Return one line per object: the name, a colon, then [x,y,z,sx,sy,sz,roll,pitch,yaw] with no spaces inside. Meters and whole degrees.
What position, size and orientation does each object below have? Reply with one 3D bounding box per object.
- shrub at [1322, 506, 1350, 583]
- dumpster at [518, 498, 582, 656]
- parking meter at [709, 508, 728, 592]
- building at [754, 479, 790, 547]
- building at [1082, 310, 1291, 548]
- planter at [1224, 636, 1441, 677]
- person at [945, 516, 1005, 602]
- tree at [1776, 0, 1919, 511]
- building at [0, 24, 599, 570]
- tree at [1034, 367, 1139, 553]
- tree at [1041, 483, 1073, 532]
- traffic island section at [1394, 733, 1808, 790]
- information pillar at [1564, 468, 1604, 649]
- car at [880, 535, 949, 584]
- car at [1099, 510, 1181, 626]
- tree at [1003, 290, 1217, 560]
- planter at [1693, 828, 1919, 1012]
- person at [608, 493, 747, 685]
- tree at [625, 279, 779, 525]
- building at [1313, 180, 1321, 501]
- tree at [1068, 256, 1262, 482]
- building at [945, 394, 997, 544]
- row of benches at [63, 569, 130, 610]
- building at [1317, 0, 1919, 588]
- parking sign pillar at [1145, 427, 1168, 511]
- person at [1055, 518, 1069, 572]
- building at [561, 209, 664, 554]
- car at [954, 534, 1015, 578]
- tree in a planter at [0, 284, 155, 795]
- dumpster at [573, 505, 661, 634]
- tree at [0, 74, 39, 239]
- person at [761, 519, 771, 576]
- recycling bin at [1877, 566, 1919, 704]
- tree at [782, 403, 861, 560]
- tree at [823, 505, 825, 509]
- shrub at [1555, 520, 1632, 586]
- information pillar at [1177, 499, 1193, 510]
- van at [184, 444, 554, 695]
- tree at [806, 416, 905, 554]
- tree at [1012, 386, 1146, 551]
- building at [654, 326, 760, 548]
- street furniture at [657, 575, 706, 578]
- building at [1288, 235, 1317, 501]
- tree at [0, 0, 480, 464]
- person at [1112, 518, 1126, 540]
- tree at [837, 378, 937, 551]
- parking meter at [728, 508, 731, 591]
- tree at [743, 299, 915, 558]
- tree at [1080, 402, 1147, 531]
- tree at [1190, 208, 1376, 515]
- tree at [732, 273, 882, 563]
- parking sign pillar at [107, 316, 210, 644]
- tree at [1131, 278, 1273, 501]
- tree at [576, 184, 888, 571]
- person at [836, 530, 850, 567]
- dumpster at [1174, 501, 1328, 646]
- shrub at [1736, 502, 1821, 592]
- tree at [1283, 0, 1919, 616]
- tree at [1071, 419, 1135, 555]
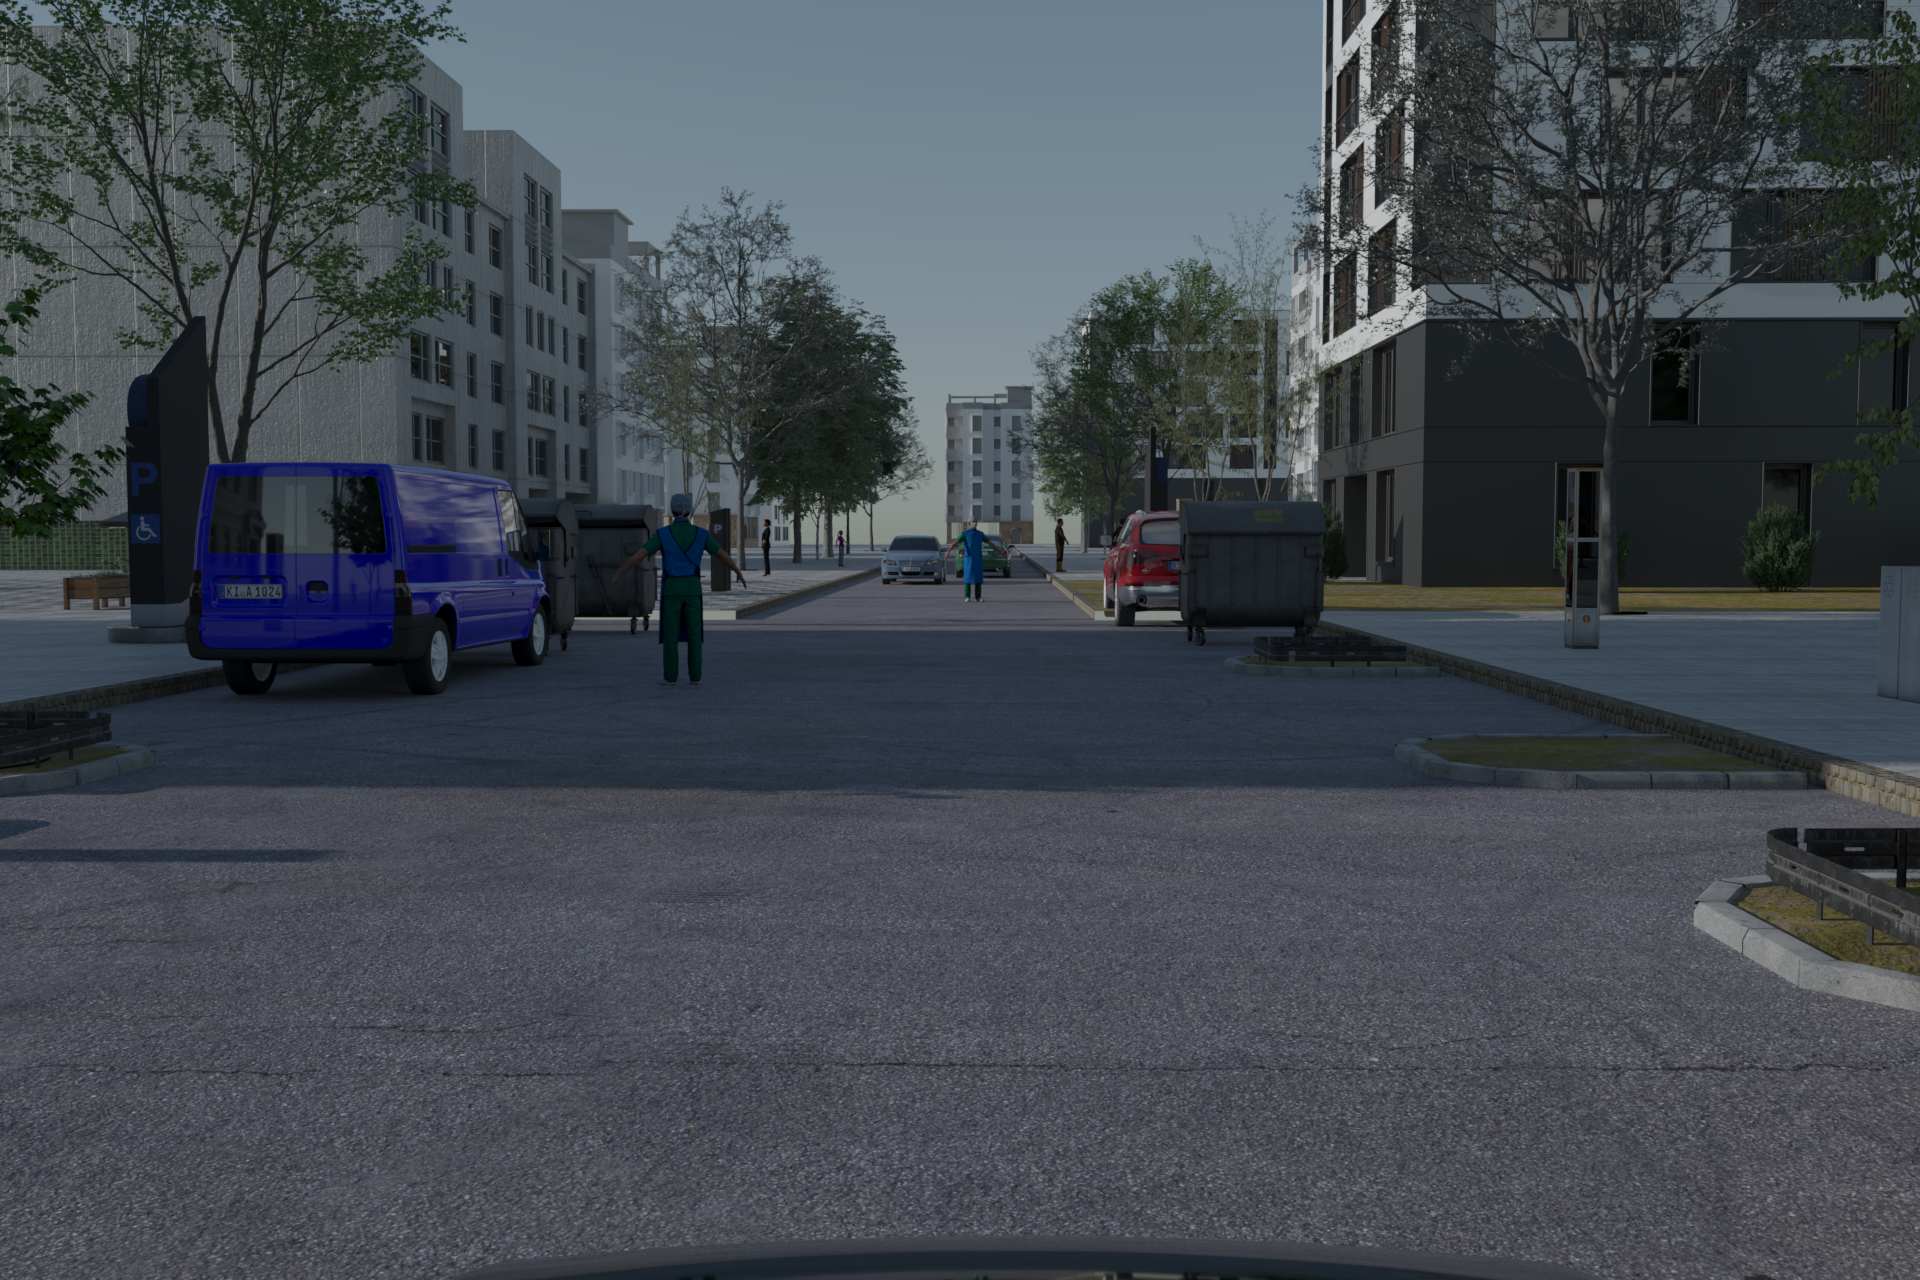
shrub: [9.495,-2.541,45.589,1.661,2.075,1.752,0,3,0]
dumpster: [-5.573,-0.766,20.746,1.865,1.857,1.264,0,4,1]
parking meter: [-5.390,-2.014,38.633,0.399,1.863,0.255,0,4,3]
building: [-23.244,-15.280,191.979,9.099,9.664,28.070,0,4,2]
building: [26.074,-20.206,174.334,27.936,21.610,32.646,0,4,1]
planter: [3.850,0.168,18.388,1.991,0.319,1.994,0,4,1]
person: [0.293,-1.718,36.672,1.347,1.817,0.704,-1,4,-19]
tree: [9.441,-4.002,15.798,4.737,8.622,4.395,0,3,0]
building: [-27.875,-12.835,76.317,16.747,18.905,31.486,0,4,1]
tree: [8.664,-12.217,117.870,7.486,12.596,7.792,0,3,0]
tree: [12.668,-16.765,224.470,4.737,8.622,4.395,0,3,0]
traffic island section: [3.771,0.743,10.710,1.991,0.108,1.994,0,4,1]
information pillar: [6.989,-0.913,19.418,0.304,2.012,0.304,0,4,1]
car: [-1.314,-2.370,50.755,2.014,1.417,4.499,0,4,2]
car: [3.461,-1.205,28.382,2.281,1.827,5.304,0,4,2]
tree: [7.668,-10.785,86.697,12.009,13.543,11.850,0,3,0]
planter: [3.662,0.932,5.909,1.991,0.319,1.994,0,4,2]
person: [-2.660,-0.483,16.480,1.347,1.817,0.704,-2,4,-24]
tree: [-8.146,-6.140,50.755,4.360,8.622,3.978,0,3,0]
building: [23.592,-14.232,89.120,16.016,20.090,11.380,0,4,1]
tree: [7.574,-8.490,64.561,9.928,11.665,9.643,0,3,0]
building: [-1.667,-22.444,225.843,11.380,20.090,16.016,0,4,5]
row of benches: [-14.520,-0.967,31.279,1.422,0.672,4.104,1,4,10]
building: [25.417,-13.022,56.890,27.936,21.610,32.646,0,4,1]
parking sign pillar: [4.987,-3.410,44.227,1.447,3.967,1.447,0,3,0]
person: [3.416,-3.211,58.631,0.704,1.812,1.346,-1,4,-12]
building: [-24.997,-15.038,102.287,16.016,20.090,11.380,0,4,2]
car: [0.790,-2.829,58.057,2.131,1.459,4.920,0,4,1]
tree in a planter: [-6.005,-0.794,10.209,1.991,3.239,1.994,0,4,1]
dumpster: [-5.363,-1.036,25.149,1.865,1.857,1.264,0,4,1]
tree: [-11.302,-4.056,16.684,4.360,8.622,3.978,0,3,0]
person: [-5.959,-2.809,52.653,0.721,1.740,1.216,0,4,-7]
recycling bin: [7.620,-0.050,13.371,0.722,1.027,0.722,0,4,2]
tree: [-6.879,-8.188,84.239,4.737,8.622,4.395,0,3,0]
tree: [-16.047,-22.338,221.107,12.611,20.169,13.585,0,3,0]
shrub: [13.928,-2.062,38.130,1.690,2.028,1.600,0,3,0]
information pillar: [4.705,-1.948,36.348,0.304,2.012,0.304,0,4,1]
van: [-5.538,-0.780,17.130,2.240,2.365,5.245,0,4,1]
tree: [-6.983,-10.817,111.276,8.767,10.594,7.601,2,4,35]
tree: [9.532,-13.699,134.342,12.009,13.543,11.850,0,3,0]
building: [-25.175,-18.489,158.723,16.016,20.090,11.380,0,4,2]
street furniture: [-13.015,-2.299,44.449,11.010,1.723,9.812,-2,4,-27]
building: [26.277,-15.535,110.421,16.016,20.090,11.380,0,4,1]
tree: [-11.486,-6.196,27.057,9.928,11.665,9.643,0,3,0]
person: [5.474,-3.171,58.031,0.705,1.806,1.347,-3,5,-42]
tree: [-6.718,-13.359,128.788,12.009,13.543,11.850,0,3,0]
parking meter: [-5.389,-2.044,39.124,0.399,1.863,0.255,0,4,3]
tree: [-7.337,-11.504,94.741,9.857,13.997,8.962,0,3,0]
tree: [8.438,-8.987,97.299,4.360,8.622,3.978,0,3,0]
tree: [6.942,-5.469,39.779,4.360,8.622,3.978,0,3,0]
tree: [-6.894,-9.650,75.900,7.486,12.596,7.792,0,3,0]
parking sign pillar: [-9.522,-1.981,20.861,1.447,3.967,1.447,0,4,1]
tree: [7.040,-6.095,50.012,4.360,8.622,3.978,0,3,0]
tree: [-7.653,-9.182,60.493,12.009,13.543,11.850,0,3,0]
person: [-4.606,-3.587,67.913,0.599,1.433,0.991,-3,4,-36]
dumpster: [3.781,-0.881,22.626,1.865,1.857,1.264,0,4,1]
shrub: [18.190,-2.085,38.517,1.690,2.028,1.600,0,3,0]
tree: [10.420,-7.168,27.563,12.009,13.543,11.850,0,3,0]
tree: [8.823,-9.438,104.677,4.360,8.622,3.978,0,3,0]
